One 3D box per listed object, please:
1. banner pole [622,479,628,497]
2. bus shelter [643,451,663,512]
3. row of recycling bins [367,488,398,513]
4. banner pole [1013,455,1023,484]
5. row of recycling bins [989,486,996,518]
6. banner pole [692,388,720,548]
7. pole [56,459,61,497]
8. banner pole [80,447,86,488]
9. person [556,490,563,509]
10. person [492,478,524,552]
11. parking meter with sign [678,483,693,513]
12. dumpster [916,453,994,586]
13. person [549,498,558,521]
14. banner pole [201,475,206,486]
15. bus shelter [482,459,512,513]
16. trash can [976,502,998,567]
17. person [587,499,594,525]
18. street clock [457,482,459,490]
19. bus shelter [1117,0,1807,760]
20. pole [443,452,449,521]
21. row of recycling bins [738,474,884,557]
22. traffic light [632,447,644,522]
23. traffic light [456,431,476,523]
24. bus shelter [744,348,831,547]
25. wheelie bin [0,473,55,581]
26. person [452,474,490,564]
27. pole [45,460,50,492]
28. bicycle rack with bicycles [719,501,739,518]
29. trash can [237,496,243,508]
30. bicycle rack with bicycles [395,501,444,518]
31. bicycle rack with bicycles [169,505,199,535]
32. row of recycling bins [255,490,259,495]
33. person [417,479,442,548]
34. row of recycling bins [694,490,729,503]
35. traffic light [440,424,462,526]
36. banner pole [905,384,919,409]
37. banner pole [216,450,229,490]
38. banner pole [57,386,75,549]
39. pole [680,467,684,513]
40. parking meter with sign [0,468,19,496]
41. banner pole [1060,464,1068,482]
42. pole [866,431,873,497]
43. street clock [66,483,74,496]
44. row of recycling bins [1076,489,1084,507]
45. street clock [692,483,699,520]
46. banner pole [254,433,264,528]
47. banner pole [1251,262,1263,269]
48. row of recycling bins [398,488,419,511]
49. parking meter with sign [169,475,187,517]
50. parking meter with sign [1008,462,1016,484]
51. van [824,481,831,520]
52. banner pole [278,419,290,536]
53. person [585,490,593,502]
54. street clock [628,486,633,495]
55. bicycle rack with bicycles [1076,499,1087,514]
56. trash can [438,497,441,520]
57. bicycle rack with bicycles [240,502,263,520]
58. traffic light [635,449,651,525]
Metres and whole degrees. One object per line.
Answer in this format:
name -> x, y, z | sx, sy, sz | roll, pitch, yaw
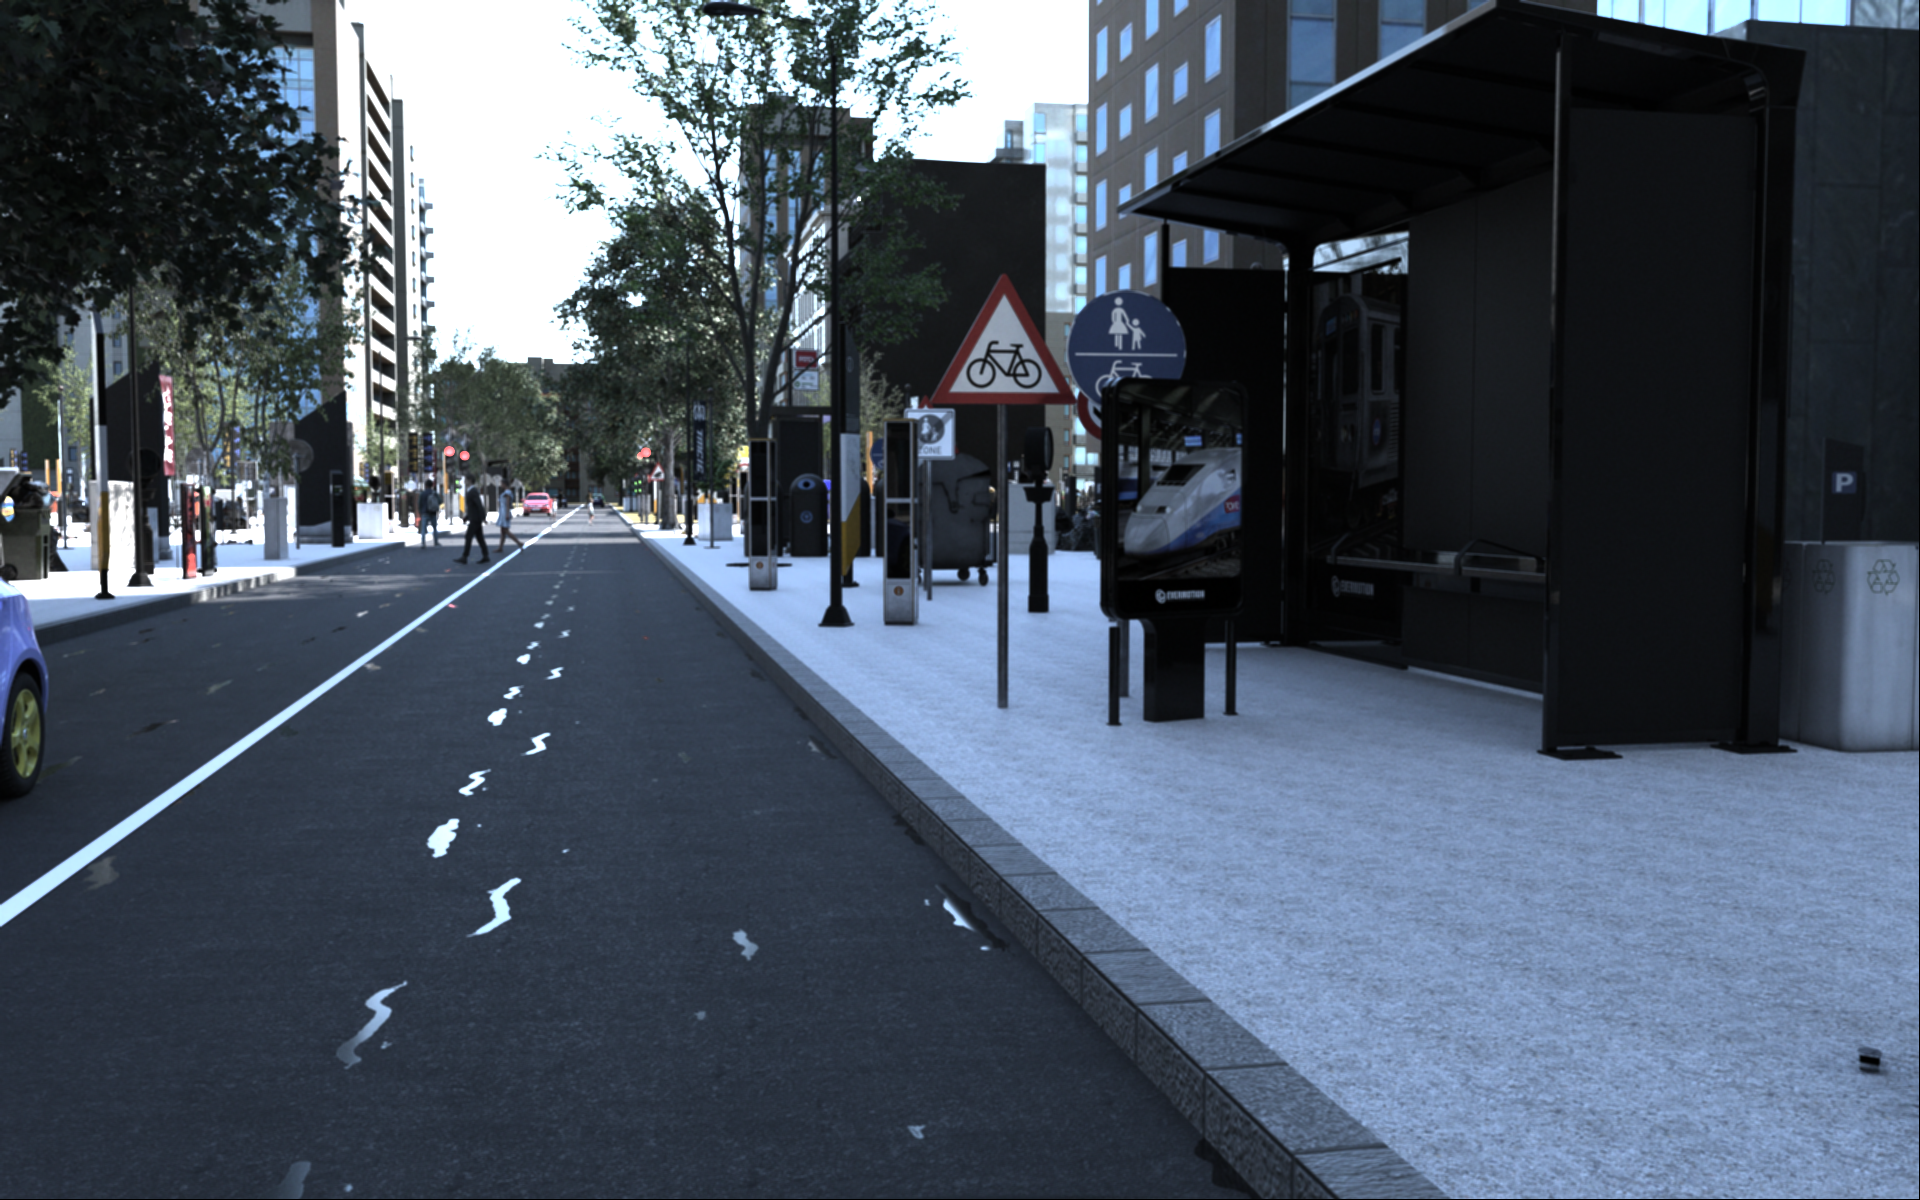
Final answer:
banner pole -> -28.994, -9.788, 150.052 | 0.401, 3.779, 0.863 | 2, 4, 31
bus shelter -> -21.199, -8.760, 120.853 | 2.179, 5.291, 8.768 | -1, 4, -12
row of recycling bins -> -37.783, -6.293, 109.996 | 3.534, 1.692, 1.069 | 0, 4, 3
banner pole -> 3.786, -7.418, 111.298 | 0.863, 3.779, 0.401 | 1, 4, 11
row of recycling bins -> 2.775, -5.004, 88.928 | 3.534, 1.692, 1.069 | 0, 4, 3
banner pole -> -6.011, -3.104, 40.771 | 0.401, 3.779, 0.863 | 2, 4, 34
pole -> -53.100, -6.619, 102.070 | 0.158, 3.312, 0.155 | 0, 3, 0
banner pole -> -45.379, -6.091, 89.613 | 0.863, 3.779, 0.401 | 3, 5, 41
person -> -38.110, -9.593, 164.980 | 0.705, 1.869, 1.348 | -3, 5, -43
person -> -11.080, -2.070, 42.437 | 0.778, 1.811, 0.616 | 0, 4, -2
parking meter with sign -> -18.136, -7.302, 115.651 | 1.738, 3.016, 0.543 | 0, 4, -8
dumpster -> -0.273, -1.166, 24.828 | 1.264, 1.857, 1.865 | -1, 4, -12
person -> -21.808, -4.860, 92.975 | 0.382, 1.210, 0.505 | 1, 4, 17
banner pole -> -45.631, -7.010, 104.633 | 0.863, 3.779, 0.401 | 0, 4, -3
bus shelter -> -31.786, -7.817, 119.091 | 1.731, 3.624, 6.357 | -1, 4, -12
trash can -> 0.360, -1.171, 30.800 | 0.748, 1.137, 0.748 | 0, 3, 0
person -> -17.240, -4.100, 80.547 | 0.382, 1.210, 0.505 | -2, 4, -35
street clock -> -30.142, -6.088, 104.107 | 0.358, 2.002, 0.471 | -2, 4, -31
bus shelter -> 2.751, -1.232, 11.434 | 1.731, 3.624, 6.357 | -1, 4, -12
pole -> -24.766, -5.479, 83.424 | 0.158, 3.312, 0.155 | 0, 3, 0
row of recycling bins -> -2.702, -1.740, 35.564 | 3.534, 1.692, 1.069 | 0, 4, 3
traffic light -> -14.479, -5.486, 78.620 | 0.839, 4.253, 0.868 | -1, 4, -12
traffic light -> -21.976, -5.390, 77.046 | 0.839, 4.253, 0.868 | -1, 4, -12
bus shelter -> -4.444, -4.144, 45.391 | 2.179, 5.291, 8.768 | -1, 4, -12
wheelie bin -> -13.937, -1.097, 25.848 | 0.693, 1.594, 0.980 | -1, 4, -13
person -> -10.074, -1.675, 35.671 | 0.755, 1.850, 0.659 | -1, 4, -12
pole -> -54.141, -6.665, 102.819 | 0.158, 3.312, 0.155 | 0, 3, 0
bicycle rack with bicycles -> -12.313, -4.936, 94.090 | 2.925, 0.926, 2.852 | -2, 4, -34
trash can -> -52.913, -7.090, 127.581 | 0.748, 1.137, 0.748 | 0, 3, 0
bicycle rack with bicycles -> -29.777, -4.984, 94.875 | 2.925, 0.926, 2.852 | 3, 5, 42
bicycle rack with bicycles -> -25.187, -2.531, 54.762 | 2.925, 0.926, 2.852 | 1, 4, 23
row of recycling bins -> -54.312, -7.938, 136.894 | 3.534, 1.692, 1.069 | -3, 4, -36
person -> -14.006, -2.269, 45.577 | 0.794, 1.824, 0.713 | 1, 4, 12
row of recycling bins -> -16.692, -6.750, 117.477 | 3.534, 1.692, 1.069 | -1, 4, -14
traffic light -> -20.346, -4.912, 69.229 | 0.839, 4.253, 0.868 | -1, 4, -12
banner pole -> -1.091, -3.018, 39.365 | 0.401, 3.779, 0.863 | -2, 4, -23
banner pole -> -42.319, -6.682, 99.262 | 0.863, 3.779, 0.401 | 0, 4, 2
banner pole -> -20.942, -3.081, 40.392 | 0.401, 3.779, 0.863 | -2, 4, -32
pole -> -19.137, -7.674, 119.312 | 0.158, 3.312, 0.155 | 0, 3, 0
parking meter with sign -> -27.555, -3.285, 49.973 | 1.738, 3.016, 0.543 | -1, 4, -16
banner pole -> 8.671, -9.467, 144.805 | 0.863, 3.779, 0.401 | 1, 4, 9
pole -> -2.958, -3.833, 56.515 | 0.158, 3.312, 0.155 | 0, 3, 0
street clock -> -57.291, -6.542, 111.529 | 0.471, 2.002, 0.358 | 2, 4, 26
row of recycling bins -> 9.854, -8.221, 141.520 | 1.069, 1.692, 3.534 | 3, 4, 37
street clock -> -12.866, -4.887, 84.471 | 0.358, 2.002, 0.471 | 1, 4, 20
banner pole -> -26.090, -4.554, 64.467 | 0.863, 3.779, 0.401 | 3, 5, 42
banner pole -> 2.985, -1.758, 18.768 | 0.863, 3.779, 0.401 | -1, 4, -14
row of recycling bins -> -38.850, -6.934, 120.481 | 3.534, 1.692, 1.069 | 1, 4, 14
parking meter with sign -> -44.499, -6.283, 98.980 | 1.738, 3.016, 0.543 | 1, 4, 21
parking meter with sign -> 2.774, -5.992, 94.229 | 0.543, 3.016, 1.738 | 1, 4, 21
van -> -6.277, -4.426, 76.753 | 5.245, 2.365, 2.240 | -1, 4, -13
banner pole -> -20.650, -3.824, 52.534 | 0.401, 3.779, 0.863 | -3, 5, -39
person -> -37.233, -10.113, 173.947 | 0.705, 1.812, 1.348 | 1, 4, 22
street clock -> -27.692, -8.629, 145.650 | 0.471, 2.002, 0.358 | 3, 5, 45
bicycle rack with bicycles -> 9.407, -6.675, 122.524 | 2.925, 0.926, 2.852 | 2, 4, 33
trash can -> -24.444, -4.197, 80.272 | 0.748, 1.137, 0.748 | 0, 3, 0
bicycle rack with bicycles -> -34.951, -4.314, 83.909 | 2.852, 0.926, 2.925 | -3, 5, -45
traffic light -> -12.849, -5.008, 70.803 | 0.839, 4.253, 0.868 | -1, 4, -12
